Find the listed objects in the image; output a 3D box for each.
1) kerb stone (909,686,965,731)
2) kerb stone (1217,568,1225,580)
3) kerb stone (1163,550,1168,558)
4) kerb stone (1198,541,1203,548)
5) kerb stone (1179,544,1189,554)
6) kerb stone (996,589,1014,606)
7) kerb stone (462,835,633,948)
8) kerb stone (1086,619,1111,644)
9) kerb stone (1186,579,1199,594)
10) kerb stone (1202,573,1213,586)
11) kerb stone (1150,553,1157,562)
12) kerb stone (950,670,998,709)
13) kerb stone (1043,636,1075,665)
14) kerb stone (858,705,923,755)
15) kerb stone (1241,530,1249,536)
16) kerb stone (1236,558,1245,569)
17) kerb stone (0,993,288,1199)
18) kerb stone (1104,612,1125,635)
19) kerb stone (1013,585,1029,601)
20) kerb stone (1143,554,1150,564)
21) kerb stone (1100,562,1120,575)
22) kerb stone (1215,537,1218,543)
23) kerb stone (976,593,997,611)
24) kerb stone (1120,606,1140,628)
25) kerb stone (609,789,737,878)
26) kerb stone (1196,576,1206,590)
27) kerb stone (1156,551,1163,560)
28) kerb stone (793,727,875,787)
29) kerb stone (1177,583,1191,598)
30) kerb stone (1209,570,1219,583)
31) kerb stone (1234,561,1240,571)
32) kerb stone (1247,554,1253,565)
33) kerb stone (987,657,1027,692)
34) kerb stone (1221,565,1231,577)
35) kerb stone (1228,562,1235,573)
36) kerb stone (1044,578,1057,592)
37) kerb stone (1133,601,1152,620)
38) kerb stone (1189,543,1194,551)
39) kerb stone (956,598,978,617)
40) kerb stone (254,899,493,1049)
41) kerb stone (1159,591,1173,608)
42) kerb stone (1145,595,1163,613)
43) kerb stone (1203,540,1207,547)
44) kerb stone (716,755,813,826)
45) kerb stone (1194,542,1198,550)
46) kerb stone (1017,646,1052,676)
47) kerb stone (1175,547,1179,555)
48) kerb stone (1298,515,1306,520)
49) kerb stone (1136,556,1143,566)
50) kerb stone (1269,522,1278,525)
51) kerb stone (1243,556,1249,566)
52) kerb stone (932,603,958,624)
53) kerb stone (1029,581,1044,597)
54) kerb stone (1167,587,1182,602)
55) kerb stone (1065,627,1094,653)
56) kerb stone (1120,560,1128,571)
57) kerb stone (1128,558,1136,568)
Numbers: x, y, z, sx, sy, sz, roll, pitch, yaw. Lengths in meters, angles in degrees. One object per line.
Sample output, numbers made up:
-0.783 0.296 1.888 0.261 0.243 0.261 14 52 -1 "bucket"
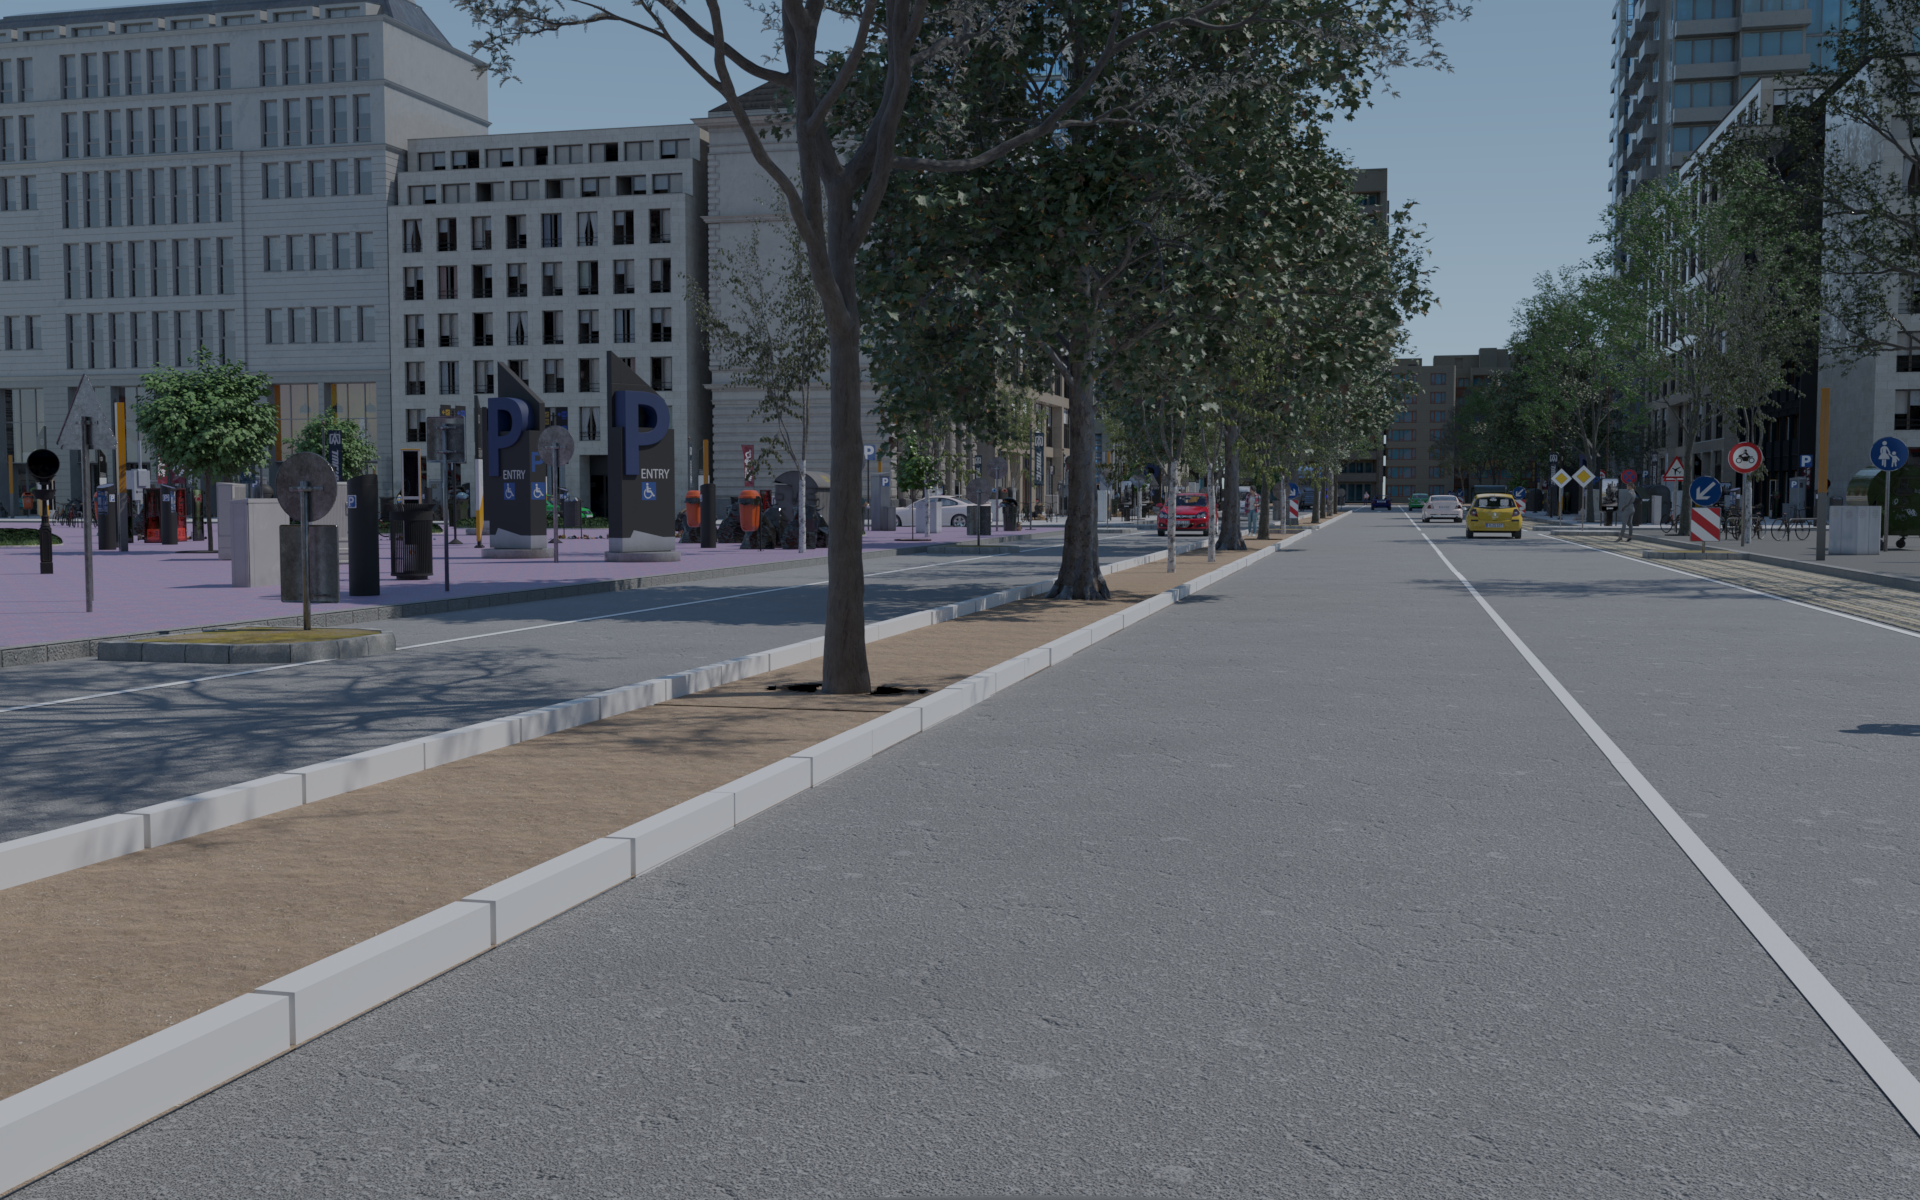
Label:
-0.164 0.692 10.942 0.120 0.150 1.000 1 4 14 "kerb stone"
4.267 -0.398 28.860 0.120 0.150 1.000 1 4 14 "kerb stone"
4.442 -0.986 38.318 0.120 0.150 1.000 1 4 14 "kerb stone"
6.162 -1.411 45.278 0.120 0.150 1.000 1 4 14 "kerb stone"
5.423 -1.229 42.288 0.120 0.150 1.000 1 4 14 "kerb stone"
0.499 -0.011 22.386 0.120 0.150 1.000 1 4 14 "kerb stone"
-1.402 0.993 5.964 0.120 0.150 1.000 1 4 14 "kerb stone"
1.311 0.324 16.919 0.120 0.150 1.000 1 4 14 "kerb stone"
3.281 -0.164 24.880 0.120 0.150 1.000 1 4 14 "kerb stone"
3.773 -0.286 26.867 0.120 0.150 1.000 1 4 14 "kerb stone"
3.949 -0.861 36.321 0.120 0.150 1.000 1 4 14 "kerb stone"
0.077 0.628 11.935 0.120 0.150 1.000 1 4 14 "kerb stone"
0.824 0.445 14.929 0.120 0.150 1.000 1 4 14 "kerb stone"
-0.416 0.753 9.945 0.120 0.150 1.000 1 4 14 "kerb stone"
10.103 -2.385 61.188 0.120 0.150 1.000 1 4 14 "kerb stone"
5.251 -0.651 32.839 0.120 0.150 1.000 1 4 14 "kerb stone"
-1.900 1.120 3.975 0.120 0.150 1.000 1 4 14 "kerb stone"
1.552 0.264 17.918 0.120 0.150 1.000 1 4 14 "kerb stone"
0.740 -0.072 23.379 0.120 0.150 1.000 1 4 14 "kerb stone"
3.704 -0.803 35.329 0.120 0.150 1.000 1 4 14 "kerb stone"
2.710 -0.555 31.341 0.120 0.150 1.000 1 4 14 "kerb stone"
7.157 -1.655 49.249 0.120 0.150 1.000 1 4 14 "kerb stone"
0.259 0.049 21.389 0.120 0.150 1.000 1 4 14 "kerb stone"
1.805 0.201 18.908 0.120 0.150 1.000 1 4 14 "kerb stone"
-1.149 0.932 6.961 0.120 0.150 1.000 1 4 14 "kerb stone"
3.530 -0.225 25.872 0.120 0.150 1.000 1 4 14 "kerb stone"
4.202 -0.925 37.312 0.120 0.150 1.000 1 4 14 "kerb stone"
-0.656 0.810 8.951 0.120 0.150 1.000 1 4 14 "kerb stone"
3.033 -0.104 23.889 0.120 0.150 1.000 1 4 14 "kerb stone"
4.023 -0.347 27.867 0.120 0.150 1.000 1 4 14 "kerb stone"
5.000 -0.584 31.837 0.120 0.150 1.000 1 4 14 "kerb stone"
5.749 -0.772 34.825 0.120 0.150 1.000 1 4 14 "kerb stone"
0.321 0.567 12.930 0.120 0.150 1.000 1 4 14 "kerb stone"
4.515 -0.464 29.851 0.120 0.150 1.000 1 4 14 "kerb stone"
4.753 -0.529 30.845 0.120 0.150 1.000 1 4 14 "kerb stone"
1.236 -0.192 25.372 0.120 0.150 1.000 1 4 14 "kerb stone"
2.046 0.142 19.901 0.120 0.150 1.000 1 4 14 "kerb stone"
5.678 -1.287 43.280 0.120 0.150 1.000 1 4 14 "kerb stone"
0.004 0.113 20.399 0.120 0.150 1.000 1 4 14 "kerb stone"
-1.653 1.056 4.967 0.120 0.150 1.000 1 4 14 "kerb stone"
2.536 0.024 21.896 0.120 0.150 1.000 1 4 14 "kerb stone"
2.293 0.080 20.900 0.120 0.150 1.000 1 4 14 "kerb stone"
6.419 -1.472 46.268 0.120 0.150 1.000 1 4 14 "kerb stone"
-0.906 0.874 7.956 0.120 0.150 1.000 1 4 14 "kerb stone"
5.919 -1.351 44.286 0.120 0.150 1.000 1 4 14 "kerb stone"
0.564 0.508 13.928 0.120 0.150 1.000 1 4 14 "kerb stone"
4.924 -1.108 40.305 0.120 0.150 1.000 1 4 14 "kerb stone"
19.863 -4.794 100.576 0.120 0.150 1.000 1 4 14 "kerb stone"
3.456 -0.741 34.338 0.120 0.150 1.000 1 4 14 "kerb stone"
13.691 -3.265 75.654 0.120 0.150 1.000 1 4 14 "kerb stone"
5.491 -0.710 33.833 0.120 0.150 1.000 1 4 14 "kerb stone"
-0.231 0.171 19.400 0.120 0.150 1.000 1 4 14 "kerb stone"
0.988 -0.133 24.371 0.120 0.150 1.000 1 4 14 "kerb stone"
2.782 -0.043 22.894 0.120 0.150 1.000 1 4 14 "kerb stone"
1.064 0.385 15.927 0.120 0.150 1.000 1 4 14 "kerb stone"
2.963 -0.620 32.336 0.120 0.150 1.000 1 4 14 "kerb stone"
3.211 -0.681 33.327 0.120 0.150 1.000 1 4 14 "kerb stone"
